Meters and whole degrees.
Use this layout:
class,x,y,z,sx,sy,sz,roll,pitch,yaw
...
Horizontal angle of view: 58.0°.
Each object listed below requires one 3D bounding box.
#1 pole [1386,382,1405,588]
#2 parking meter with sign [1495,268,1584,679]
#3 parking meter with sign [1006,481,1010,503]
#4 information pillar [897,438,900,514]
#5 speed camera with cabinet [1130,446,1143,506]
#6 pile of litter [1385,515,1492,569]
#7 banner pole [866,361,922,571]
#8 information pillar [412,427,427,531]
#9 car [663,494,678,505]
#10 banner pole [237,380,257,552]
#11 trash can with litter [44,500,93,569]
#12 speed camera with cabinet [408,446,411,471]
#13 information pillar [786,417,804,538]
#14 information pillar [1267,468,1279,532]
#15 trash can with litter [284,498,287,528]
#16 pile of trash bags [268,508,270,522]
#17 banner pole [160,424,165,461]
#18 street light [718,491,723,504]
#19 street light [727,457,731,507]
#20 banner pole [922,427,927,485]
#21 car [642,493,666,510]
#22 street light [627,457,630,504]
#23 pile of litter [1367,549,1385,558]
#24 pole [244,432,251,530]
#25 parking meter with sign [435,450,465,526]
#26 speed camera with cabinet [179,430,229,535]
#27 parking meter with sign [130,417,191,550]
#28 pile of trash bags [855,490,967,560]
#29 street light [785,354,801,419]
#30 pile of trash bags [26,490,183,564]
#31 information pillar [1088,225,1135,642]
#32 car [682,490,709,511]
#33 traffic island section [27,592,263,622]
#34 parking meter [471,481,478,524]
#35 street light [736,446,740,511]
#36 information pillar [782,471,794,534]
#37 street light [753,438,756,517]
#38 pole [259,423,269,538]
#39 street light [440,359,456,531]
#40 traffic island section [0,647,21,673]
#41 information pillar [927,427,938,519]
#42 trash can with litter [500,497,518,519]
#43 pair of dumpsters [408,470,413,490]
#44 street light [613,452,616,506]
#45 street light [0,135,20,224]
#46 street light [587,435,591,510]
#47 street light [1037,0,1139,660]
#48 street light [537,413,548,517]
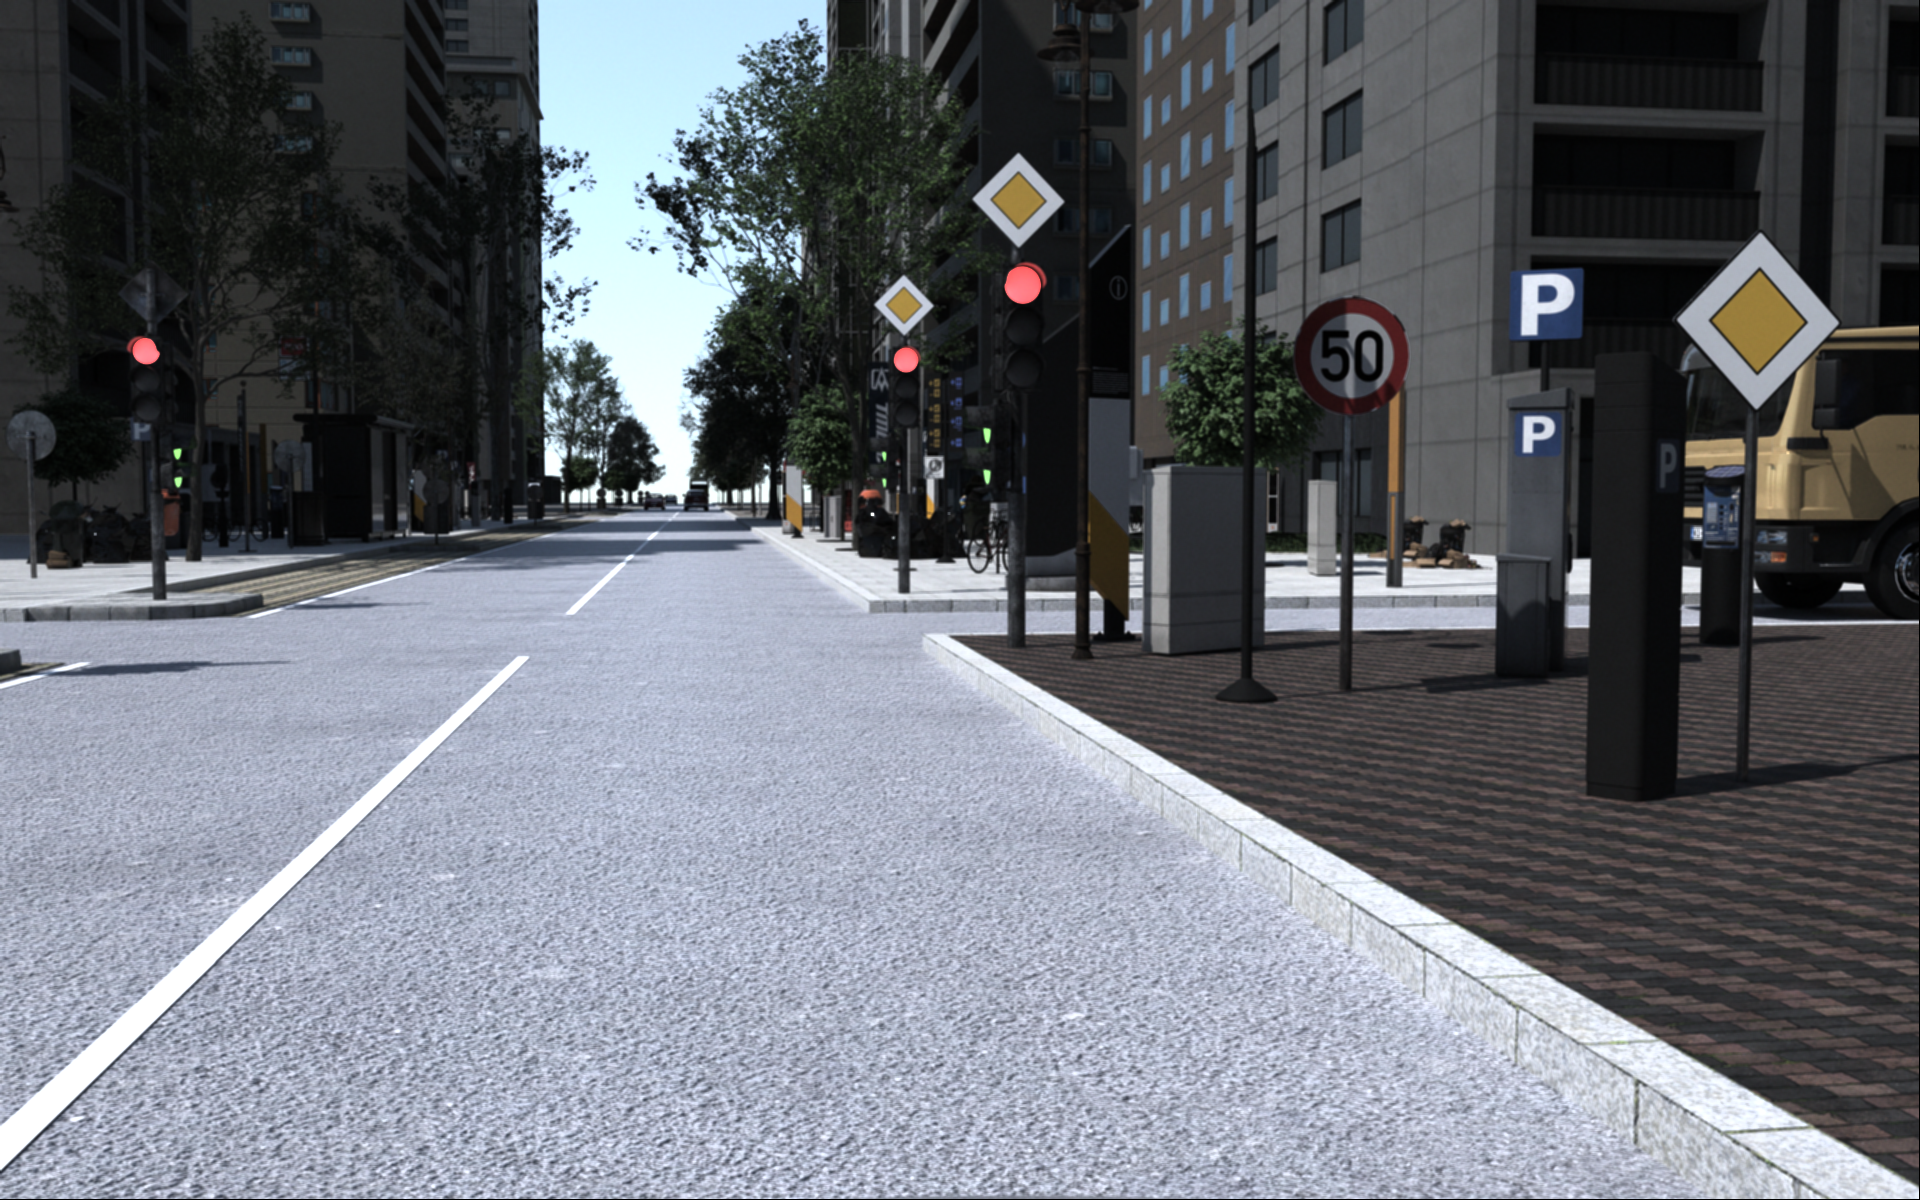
class,x,y,z,sx,sy,sz,roll,pitch,yaw
pole,5.978,-1.829,23.739,0.158,3.312,0.155,0,3,0
parking meter with sign,4.251,-1.010,12.770,0.543,3.016,1.738,1,4,22
parking meter with sign,2.190,-4.820,75.064,0.543,3.016,1.738,0,4,6
information pillar,-2.164,-4.461,64.294,0.183,3.616,0.504,2,4,31
speed camera with cabinet,3.774,-2.411,33.753,2.038,3.252,0.660,-1,4,-20
pile of litter,8.427,-0.986,30.082,1.176,0.858,1.719,-1,4,-21
banner pole,-1.145,-2.378,28.902,0.863,3.779,0.401,-1,4,-18
information pillar,-18.553,-4.169,59.522,0.183,3.616,0.504,3,5,40
car,-38.626,-13.407,231.199,2.014,1.417,4.499,-1,4,-9
banner pole,-15.921,-2.963,38.462,0.401,3.779,0.863,-2,4,-35
trash can with litter,-15.459,-1.138,30.000,0.624,1.170,1.055,-1,4,-15
speed camera with cabinet,-23.032,-4.780,72.492,0.660,3.252,2.038,0,4,-4
information pillar,-4.818,-3.614,50.438,0.504,3.616,0.183,0,4,8
information pillar,8.860,-2.722,48.992,0.304,2.012,0.304,1,4,13
trash can with litter,-25.801,-3.346,66.096,1.055,1.170,0.624,0,4,3
pile of trash bags,-31.850,-4.248,79.204,3.447,1.369,1.912,-2,4,-24
banner pole,-24.901,-3.914,54.008,0.863,3.779,0.401,3,4,38
street light,-35.339,-17.169,253.493,0.468,5.910,1.993,-1,4,-9
street light,-22.822,-12.142,171.308,0.468,5.910,1.993,-1,4,-9
banner pole,-1.184,-4.104,57.110,0.863,3.779,0.401,3,5,41
car,-27.651,-9.040,156.846,2.155,1.783,4.494,0,4,-7
street light,-41.526,-14.945,217.131,0.468,5.910,1.993,-1,4,-9
pile of litter,8.946,-1.262,34.606,1.176,0.858,1.719,-2,4,-29
pole,-23.379,-3.850,56.795,0.158,3.312,0.155,0,3,0
parking meter with sign,-20.277,-4.432,68.729,0.543,3.016,1.738,0,4,-1
speed camera with cabinet,-23.305,-3.564,52.612,0.660,3.252,2.038,3,4,36
parking meter with sign,-18.344,-2.671,39.937,0.543,3.016,1.738,0,4,5
pile of trash bags,-1.283,-1.574,35.485,1.912,1.369,3.447,-2,4,-27
street light,-5.512,-5.161,57.174,0.468,5.910,1.993,-1,4,-9
pile of trash bags,-16.124,-1.441,33.308,1.912,1.369,3.447,1,4,8
information pillar,1.290,-1.450,15.069,0.504,3.616,0.183,-3,4,-37
car,-22.578,-8.533,148.180,2.281,1.827,5.304,-1,4,-10
traffic island section,-9.739,0.076,21.040,2.009,0.180,2.903,-1,4,-9
parking meter,-20.829,-4.198,74.346,0.255,1.863,0.399,0,4,-3
street light,-16.966,-9.774,132.596,0.468,5.910,1.993,-1,4,-9
information pillar,-5.487,-3.112,55.368,0.304,2.012,0.304,1,4,19
street light,-11.457,-7.555,96.307,0.468,5.910,1.993,-1,4,-9
pole,-20.104,-3.436,50.024,0.158,3.312,0.155,0,3,0
street light,-17.522,-5.301,59.454,0.468,5.910,1.993,-1,4,-9
traffic island section,-8.544,0.559,13.144,2.009,0.180,2.903,-1,4,-9
information pillar,-0.802,-3.645,50.947,0.183,3.616,0.504,-3,4,-36
trash can with litter,-24.218,-4.902,91.208,2.233,1.210,1.678,-1,4,-11
pair of dumpsters,-21.879,-3.938,66.880,1.574,2.255,4.437,-1,4,-8
street light,-35.659,-12.598,178.758,0.468,5.910,1.993,-1,4,-9
street light,-11.817,-2.942,20.889,0.468,5.910,1.993,-1,4,-9
street light,-29.114,-9.973,135.853,0.468,5.910,1.993,-1,4,-9
street light,0.955,-2.479,13.321,0.468,5.910,1.993,-1,4,-9
street light,-23.405,-7.608,97.185,0.468,5.910,1.993,-1,4,-9
